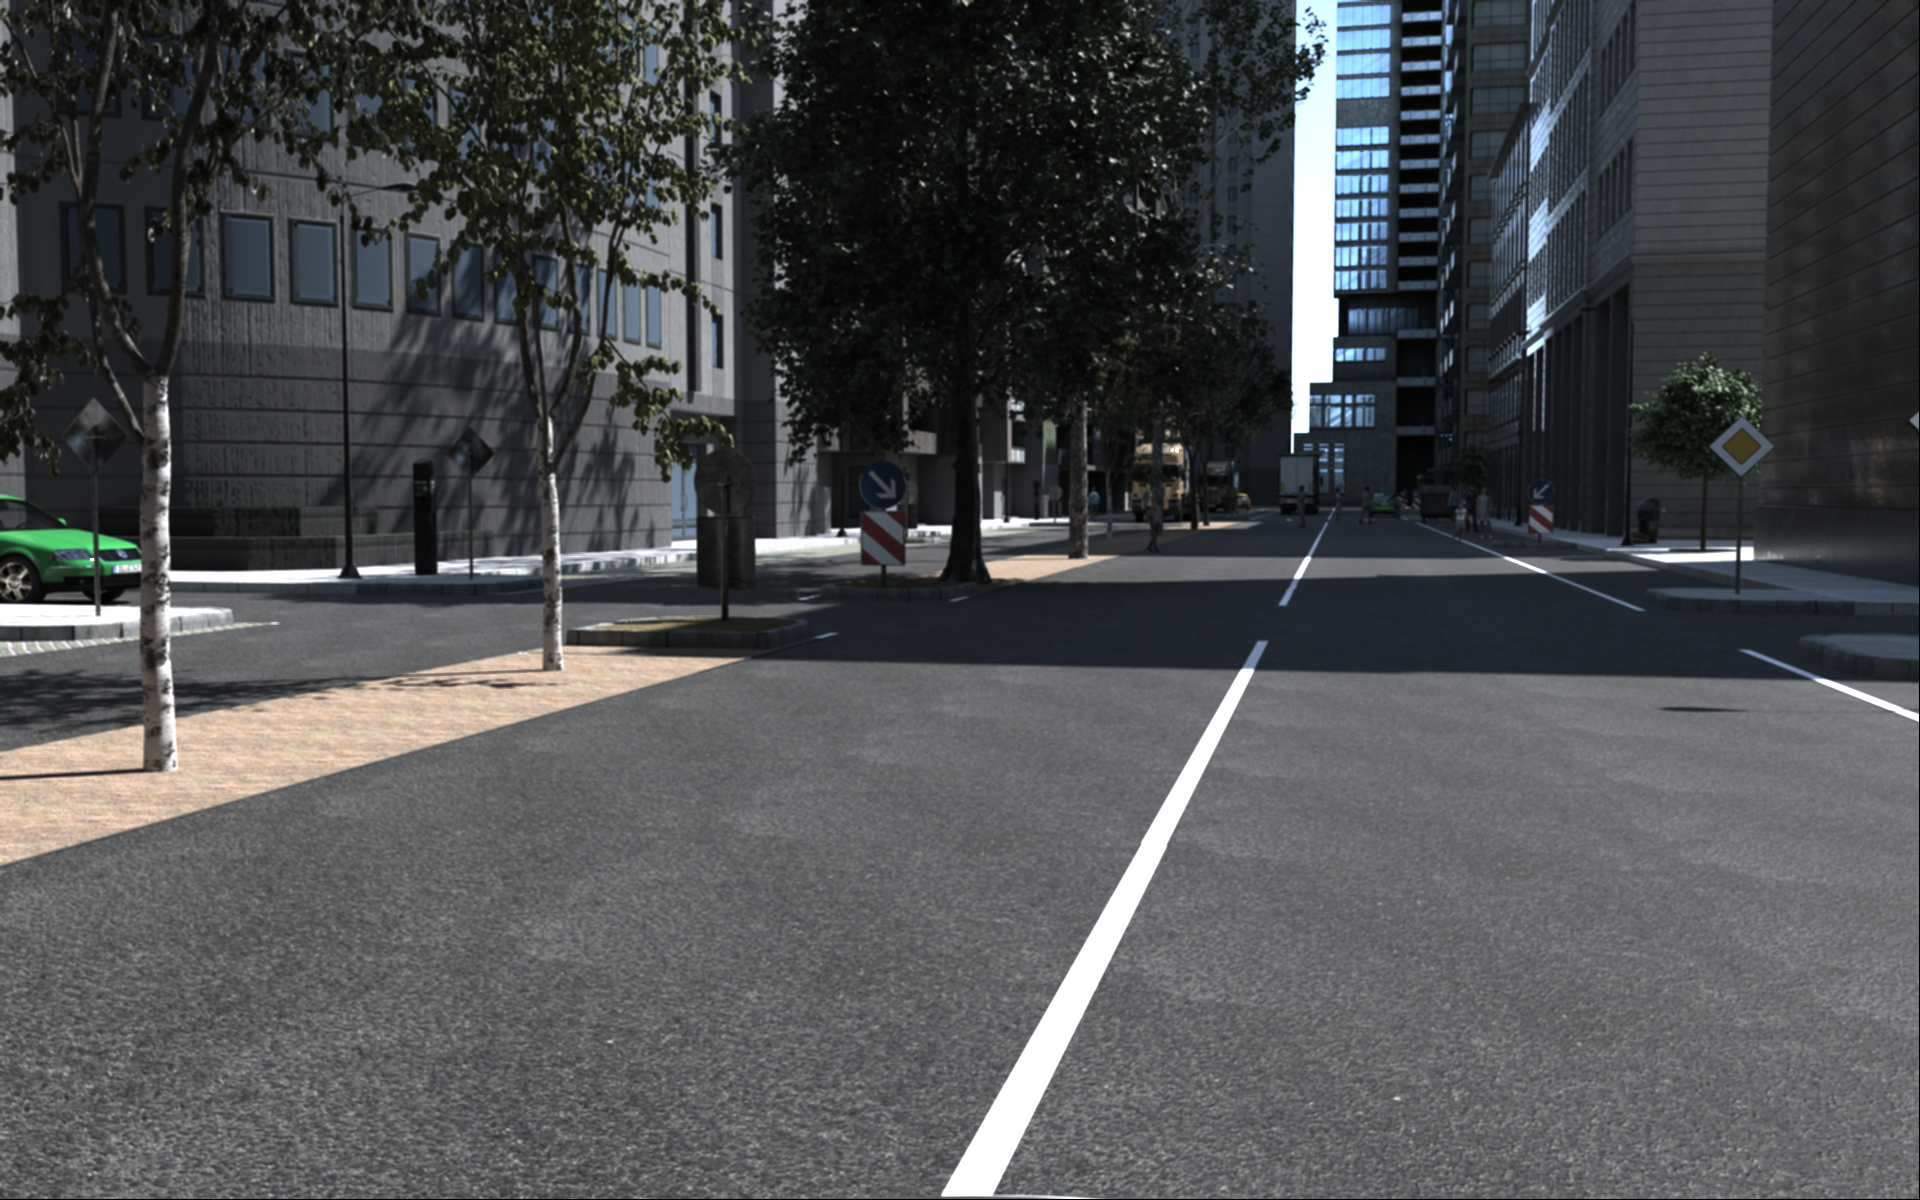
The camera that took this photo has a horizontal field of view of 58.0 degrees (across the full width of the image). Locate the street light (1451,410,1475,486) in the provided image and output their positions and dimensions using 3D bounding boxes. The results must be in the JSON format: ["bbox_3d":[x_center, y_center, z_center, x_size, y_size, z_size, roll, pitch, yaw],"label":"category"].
[{"bbox_3d":[27.646,-7.498,95.127,1.470,5.913,1.316,1,4,12],"label":"street light"}]

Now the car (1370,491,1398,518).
[{"bbox_3d":[26.134,-5.995,106.806,1.959,1.807,4.718,1,4,12],"label":"car"}]

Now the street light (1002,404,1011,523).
[{"bbox_3d":[2.619,-6.411,77.359,1.470,5.913,1.316,1,4,12],"label":"street light"}]

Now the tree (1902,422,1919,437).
[{"bbox_3d":[12.137,-1.564,20.176,1.663,3.219,1.824,0,3,0],"label":"tree"}]

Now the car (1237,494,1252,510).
[{"bbox_3d":[25.045,-8.843,154.813,2.015,1.641,3.980,1,4,10],"label":"car"}]

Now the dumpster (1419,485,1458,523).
[{"bbox_3d":[23.788,-4.762,86.080,1.865,1.857,1.264,1,4,12],"label":"dumpster"}]

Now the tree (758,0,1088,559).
[{"bbox_3d":[1.609,-11.034,38.747,12.611,20.169,13.585,0,3,0],"label":"tree"}]

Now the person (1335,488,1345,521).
[{"bbox_3d":[19.985,-5.016,91.076,0.524,1.755,0.480,1,4,13],"label":"person"}]

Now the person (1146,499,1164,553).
[{"bbox_3d":[4.798,-1.820,42.528,0.475,1.303,0.640,-2,4,-32],"label":"person"}]

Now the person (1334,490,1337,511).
[{"bbox_3d":[32.210,-8.554,148.350,0.705,1.826,1.348,0,4,4],"label":"person"}]

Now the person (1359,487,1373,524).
[{"bbox_3d":[19.492,-4.551,83.180,0.850,1.792,0.678,-3,4,-39],"label":"person"}]

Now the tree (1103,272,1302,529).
[{"bbox_3d":[9.633,-8.176,70.540,8.767,10.594,7.601,1,4,12],"label":"tree"}]

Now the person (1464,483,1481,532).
[{"bbox_3d":[19.287,-3.481,65.224,0.655,1.846,0.447,0,4,0],"label":"person"}]

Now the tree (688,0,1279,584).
[{"bbox_3d":[0.123,-6.610,27.546,9.611,12.733,9.660,0,3,0],"label":"tree"}]

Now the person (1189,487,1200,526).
[{"bbox_3d":[10.422,-4.138,76.710,0.519,1.759,0.362,-3,4,-37],"label":"person"}]

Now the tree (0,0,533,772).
[{"bbox_3d":[-4.096,-3.431,8.921,4.360,8.622,3.978,0,3,0],"label":"tree"}]

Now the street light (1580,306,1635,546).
[{"bbox_3d":[16.031,-4.303,42.902,1.470,5.913,1.316,1,4,12],"label":"street light"}]

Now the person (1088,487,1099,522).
[{"bbox_3d":[6.917,-4.936,89.547,0.601,1.785,0.444,0,4,-5],"label":"person"}]

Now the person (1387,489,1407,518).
[{"bbox_3d":[26.118,-5.763,103.547,1.217,1.723,0.721,0,4,-5],"label":"person"}]

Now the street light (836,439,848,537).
[{"bbox_3d":[-3.021,-4.846,51.779,1.470,5.913,1.316,1,4,12],"label":"street light"}]

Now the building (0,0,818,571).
[{"bbox_3d":[-17.679,-30.494,40.583,21.231,58.520,28.212,1,4,12],"label":"building"}]

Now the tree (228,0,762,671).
[{"bbox_3d":[-3.302,-3.711,13.498,4.737,8.622,4.395,0,3,0],"label":"tree"}]

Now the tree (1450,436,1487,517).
[{"bbox_3d":[29.639,-7.036,98.751,4.285,4.588,4.351,0,3,0],"label":"tree"}]

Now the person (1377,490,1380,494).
[{"bbox_3d":[31.448,-7.381,130.096,0.541,1.710,0.530,-3,5,-44],"label":"person"}]

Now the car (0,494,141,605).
[{"bbox_3d":[-13.020,-0.855,22.782,4.718,1.807,1.959,1,4,12],"label":"car"}]

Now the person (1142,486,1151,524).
[{"bbox_3d":[8.988,-4.573,83.449,0.537,1.800,0.526,-1,4,-19],"label":"person"}]

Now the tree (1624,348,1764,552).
[{"bbox_3d":[16.801,-3.374,38.884,4.285,4.588,4.351,0,3,0],"label":"tree"}]

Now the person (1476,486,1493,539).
[{"bbox_3d":[16.851,-2.822,55.640,0.512,1.701,0.522,1,4,15],"label":"person"}]

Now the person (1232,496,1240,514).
[{"bbox_3d":[19.940,-7.092,125.369,0.530,1.710,0.541,0,4,-8],"label":"person"}]

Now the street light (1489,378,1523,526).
[{"bbox_3d":[21.911,-5.934,69.557,1.470,5.913,1.316,1,4,12],"label":"street light"}]

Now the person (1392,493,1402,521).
[{"bbox_3d":[23.487,-5.014,93.068,0.503,1.515,0.523,0,4,-6],"label":"person"}]

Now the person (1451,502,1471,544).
[{"bbox_3d":[14.356,-2.208,49.617,0.505,1.210,0.382,0,4,4],"label":"person"}]

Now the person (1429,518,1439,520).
[{"bbox_3d":[26.106,-5.329,95.731,0.391,1.810,0.635,-3,5,-41],"label":"person"}]

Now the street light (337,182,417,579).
[{"bbox_3d":[-8.761,-3.273,26.058,1.470,5.913,1.316,1,4,12],"label":"street light"}]

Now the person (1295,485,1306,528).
[{"bbox_3d":[14.576,-4.008,74.211,0.466,1.800,0.511,-1,4,-10],"label":"person"}]

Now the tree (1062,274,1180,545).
[{"bbox_3d":[4.181,-5.826,48.082,4.737,8.622,4.395,0,3,0],"label":"tree"}]

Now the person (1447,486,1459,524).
[{"bbox_3d":[22.992,-4.406,80.559,0.660,1.820,0.620,-3,4,-39],"label":"person"}]
